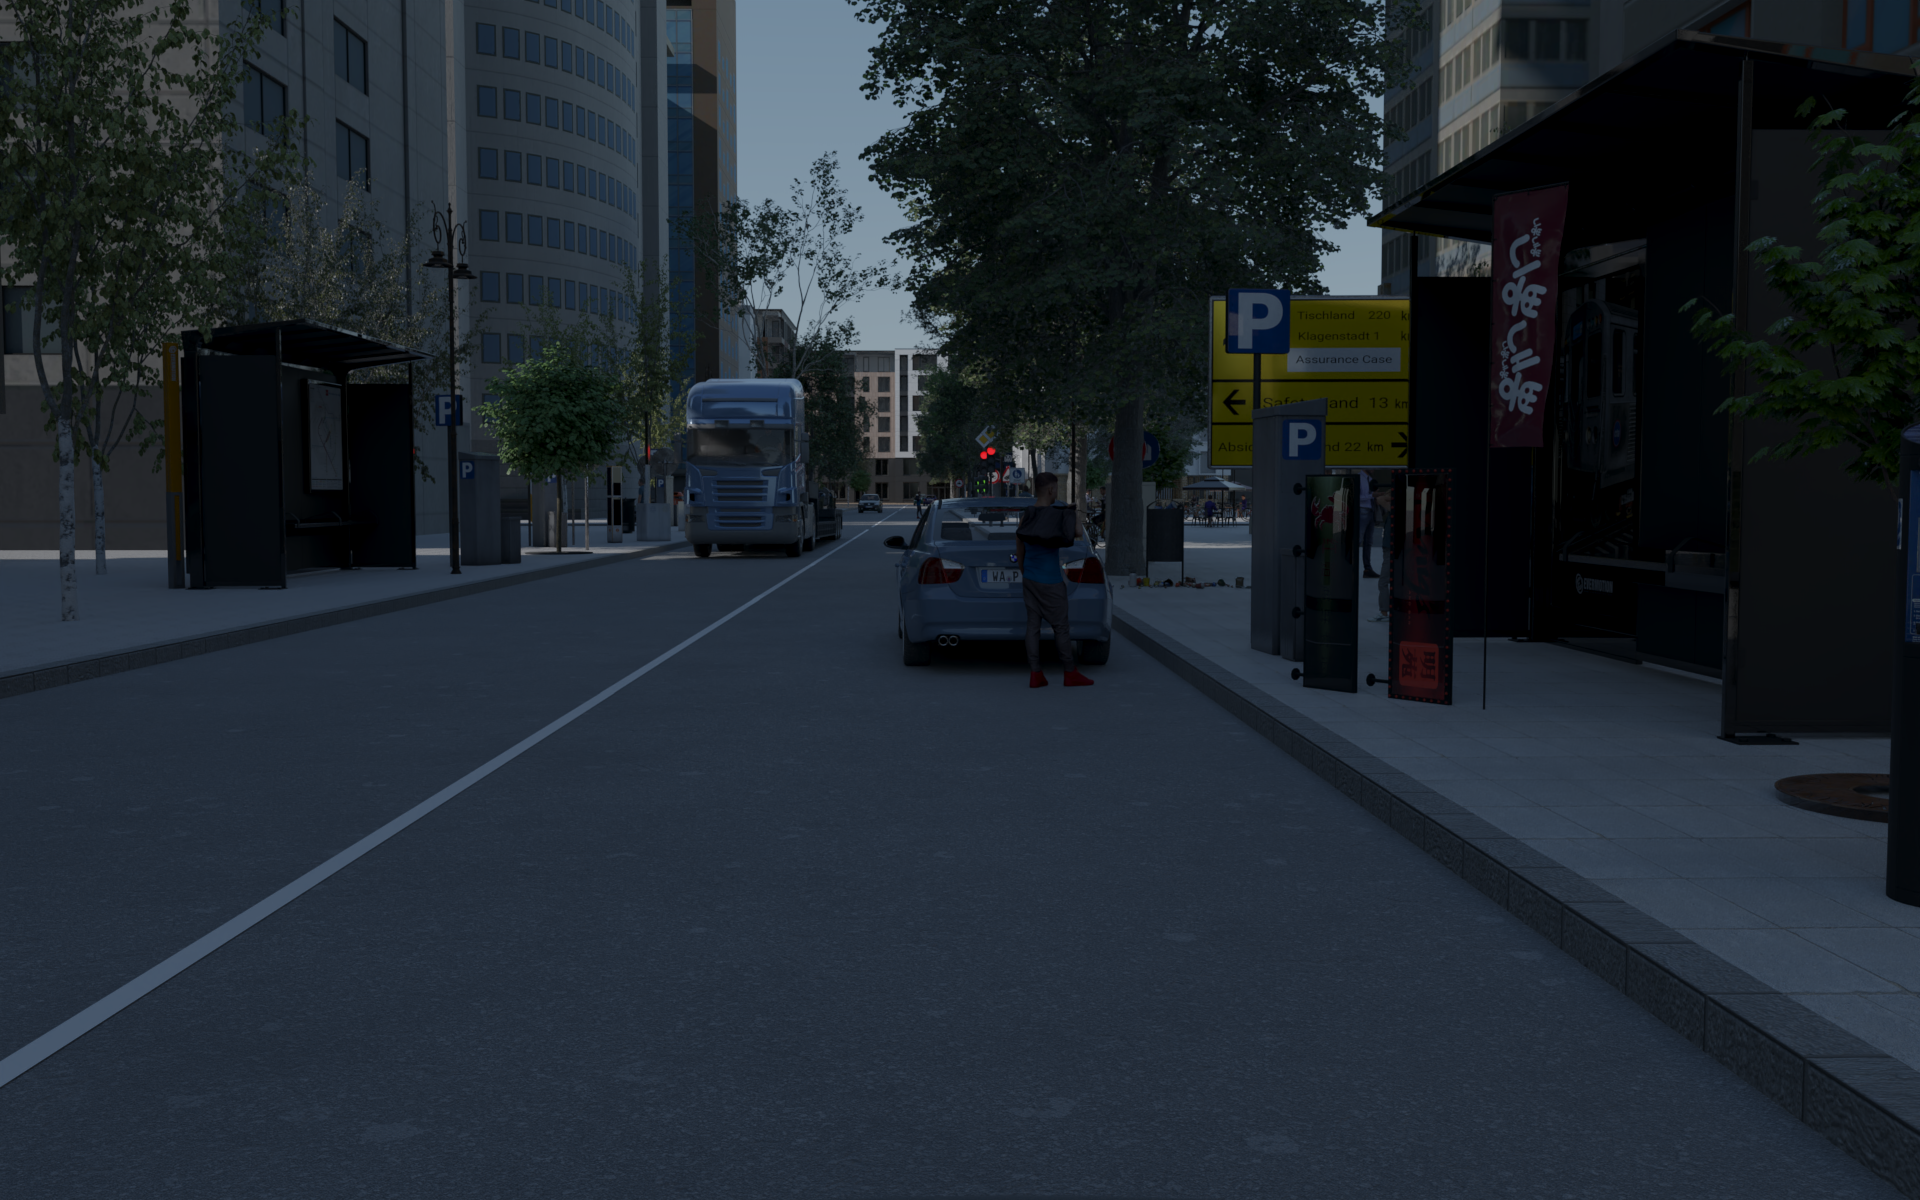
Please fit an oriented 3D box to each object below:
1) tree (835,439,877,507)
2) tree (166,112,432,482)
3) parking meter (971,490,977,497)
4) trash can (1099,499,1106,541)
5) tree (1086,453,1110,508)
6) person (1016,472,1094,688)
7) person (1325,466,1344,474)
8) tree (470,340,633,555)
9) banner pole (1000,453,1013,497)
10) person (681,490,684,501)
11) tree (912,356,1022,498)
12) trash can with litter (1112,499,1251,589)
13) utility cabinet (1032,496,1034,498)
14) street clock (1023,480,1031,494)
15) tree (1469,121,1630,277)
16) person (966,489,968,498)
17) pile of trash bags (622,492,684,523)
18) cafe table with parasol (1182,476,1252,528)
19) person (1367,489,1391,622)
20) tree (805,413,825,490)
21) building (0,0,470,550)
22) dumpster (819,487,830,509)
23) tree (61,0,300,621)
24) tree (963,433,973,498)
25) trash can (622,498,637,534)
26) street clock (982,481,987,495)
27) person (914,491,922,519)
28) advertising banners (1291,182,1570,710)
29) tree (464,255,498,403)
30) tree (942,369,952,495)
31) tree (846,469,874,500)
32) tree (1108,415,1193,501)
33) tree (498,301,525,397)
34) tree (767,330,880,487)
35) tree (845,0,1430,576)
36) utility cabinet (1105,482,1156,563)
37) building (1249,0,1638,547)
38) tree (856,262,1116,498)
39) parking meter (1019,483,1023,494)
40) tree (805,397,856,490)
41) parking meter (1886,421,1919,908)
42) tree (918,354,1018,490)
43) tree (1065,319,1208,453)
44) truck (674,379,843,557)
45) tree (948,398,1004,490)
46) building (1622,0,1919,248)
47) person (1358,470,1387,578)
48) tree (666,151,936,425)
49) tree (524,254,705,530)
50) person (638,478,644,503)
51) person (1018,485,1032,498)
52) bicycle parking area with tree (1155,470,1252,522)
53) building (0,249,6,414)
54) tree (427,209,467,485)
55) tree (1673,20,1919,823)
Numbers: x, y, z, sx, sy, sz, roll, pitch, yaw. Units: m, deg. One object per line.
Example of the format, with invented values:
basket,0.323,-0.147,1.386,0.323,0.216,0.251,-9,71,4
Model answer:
tree,-11.196,-13.702,174.391,4.360,8.622,3.978,0,3,0
tree,-13.579,-5.119,34.057,4.360,8.622,3.978,0,3,0
parking meter,0.884,-6.185,109.528,0.372,1.533,0.369,0,3,0
trash can,4.187,-2.201,47.638,0.748,1.137,0.748,0,3,0
tree,10.162,-9.244,134.857,4.285,4.588,4.351,0,3,0
person,0.699,-0.148,12.790,0.647,1.594,0.662,3,4,37
person,7.628,-1.862,36.358,0.599,1.838,0.709,0,4,-6
tree,-8.705,-3.266,37.113,4.285,4.588,4.351,0,3,0
banner pole,2.403,-6.244,92.109,0.863,3.779,0.401,0,4,-2
person,-17.321,-6.145,108.726,0.499,1.552,0.429,1,4,12
tree,0.799,-13.315,134.714,9.611,12.733,9.660,0,3,0
trash can with litter,3.191,-0.782,23.849,2.233,1.210,1.678,1,4,17
utility cabinet,3.291,-3.950,75.742,1.020,1.237,0.306,-1,4,-21
street clock,3.431,-5.153,88.829,0.358,2.002,0.471,2,4,33
tree,11.378,-5.040,32.766,4.360,8.622,3.978,0,3,0
person,0.772,-10.899,184.248,1.348,1.823,0.705,0,4,1
pile of trash bags,-13.667,-4.089,76.608,3.447,1.369,1.912,2,4,25
cafe table with parasol,9.834,-3.801,67.019,2.610,1.966,2.610,0,4,-5
person,4.321,-0.460,17.466,0.340,1.345,0.435,2,4,24
tree,-11.069,-11.047,130.986,4.737,8.622,4.395,0,3,0
building,-26.974,-37.252,47.317,20.611,71.187,20.563,0,4,-1
dumpster,-11.720,-8.668,147.477,1.264,1.857,1.865,0,4,-1
tree,-8.850,-4.104,17.461,4.737,8.622,4.395,0,3,0
tree,0.658,-12.164,149.246,4.737,8.622,4.395,0,3,0
trash can,-10.905,-2.739,56.439,0.748,1.137,0.748,0,3,0
street clock,1.357,-5.668,97.244,0.358,2.002,0.471,-2,4,-29
person,-2.338,-5.524,100.683,0.662,1.594,0.647,-1,4,-22
advertising banners,2.825,-0.884,10.638,0.090,3.025,2.074,-2,4,-34
tree,-13.951,-5.672,43.102,4.360,8.622,3.978,0,3,0
tree,0.160,-22.777,228.287,12.611,20.169,13.585,0,3,0
tree,-11.567,-13.309,201.310,4.285,4.588,4.351,0,3,0
tree,4.314,-2.624,37.504,1.663,3.219,1.824,0,3,0
tree,-13.917,-6.739,60.538,4.737,8.622,4.395,0,3,0
tree,-10.393,-12.467,120.841,9.611,12.733,9.660,0,3,0
tree,2.583,-7.368,27.130,9.857,13.997,8.962,0,3,0
utility cabinet,3.098,-1.399,31.551,0.318,1.500,1.173,3,5,40
building,25.545,-21.777,47.928,32.217,40.220,23.993,0,4,-1
tree,2.370,-7.513,57.247,7.601,10.594,8.767,3,4,36
parking meter,3.362,-5.364,93.411,0.255,1.863,0.399,3,4,36
tree,-11.539,-13.448,154.279,8.767,10.594,7.601,-2,4,-29
parking meter,3.132,0.183,5.420,0.372,1.533,0.369,0,3,0
tree,0.863,-12.063,122.980,9.928,11.665,9.643,0,3,0
tree,10.712,-11.871,104.460,12.009,13.543,11.850,0,3,0
truck,-4.888,-3.459,46.314,2.967,4.110,18.799,0,4,-1
tree,1.684,-10.121,115.835,4.360,8.622,3.978,0,3,0
building,23.763,-10.145,10.917,27.650,21.520,28.899,0,4,-1
person,6.196,-1.233,26.073,0.599,1.838,0.709,3,5,44
tree,-9.535,-14.677,95.866,12.611,20.169,13.585,0,3,0
tree,-9.793,-6.256,52.648,4.737,8.622,4.395,0,3,0
person,-10.720,-3.201,58.510,0.434,1.807,0.598,3,4,36
person,1.972,-2.772,53.579,0.499,1.552,0.429,1,4,12
bicycle parking area with tree,13.171,-5.931,83.975,9.016,4.147,8.231,1,4,16
building,-23.730,-22.768,22.376,14.600,45.320,14.200,0,4,-1
tree,-13.948,-5.411,38.832,4.360,8.622,3.978,0,3,0
tree,3.795,-0.763,7.069,1.663,3.219,1.824,0,3,0
